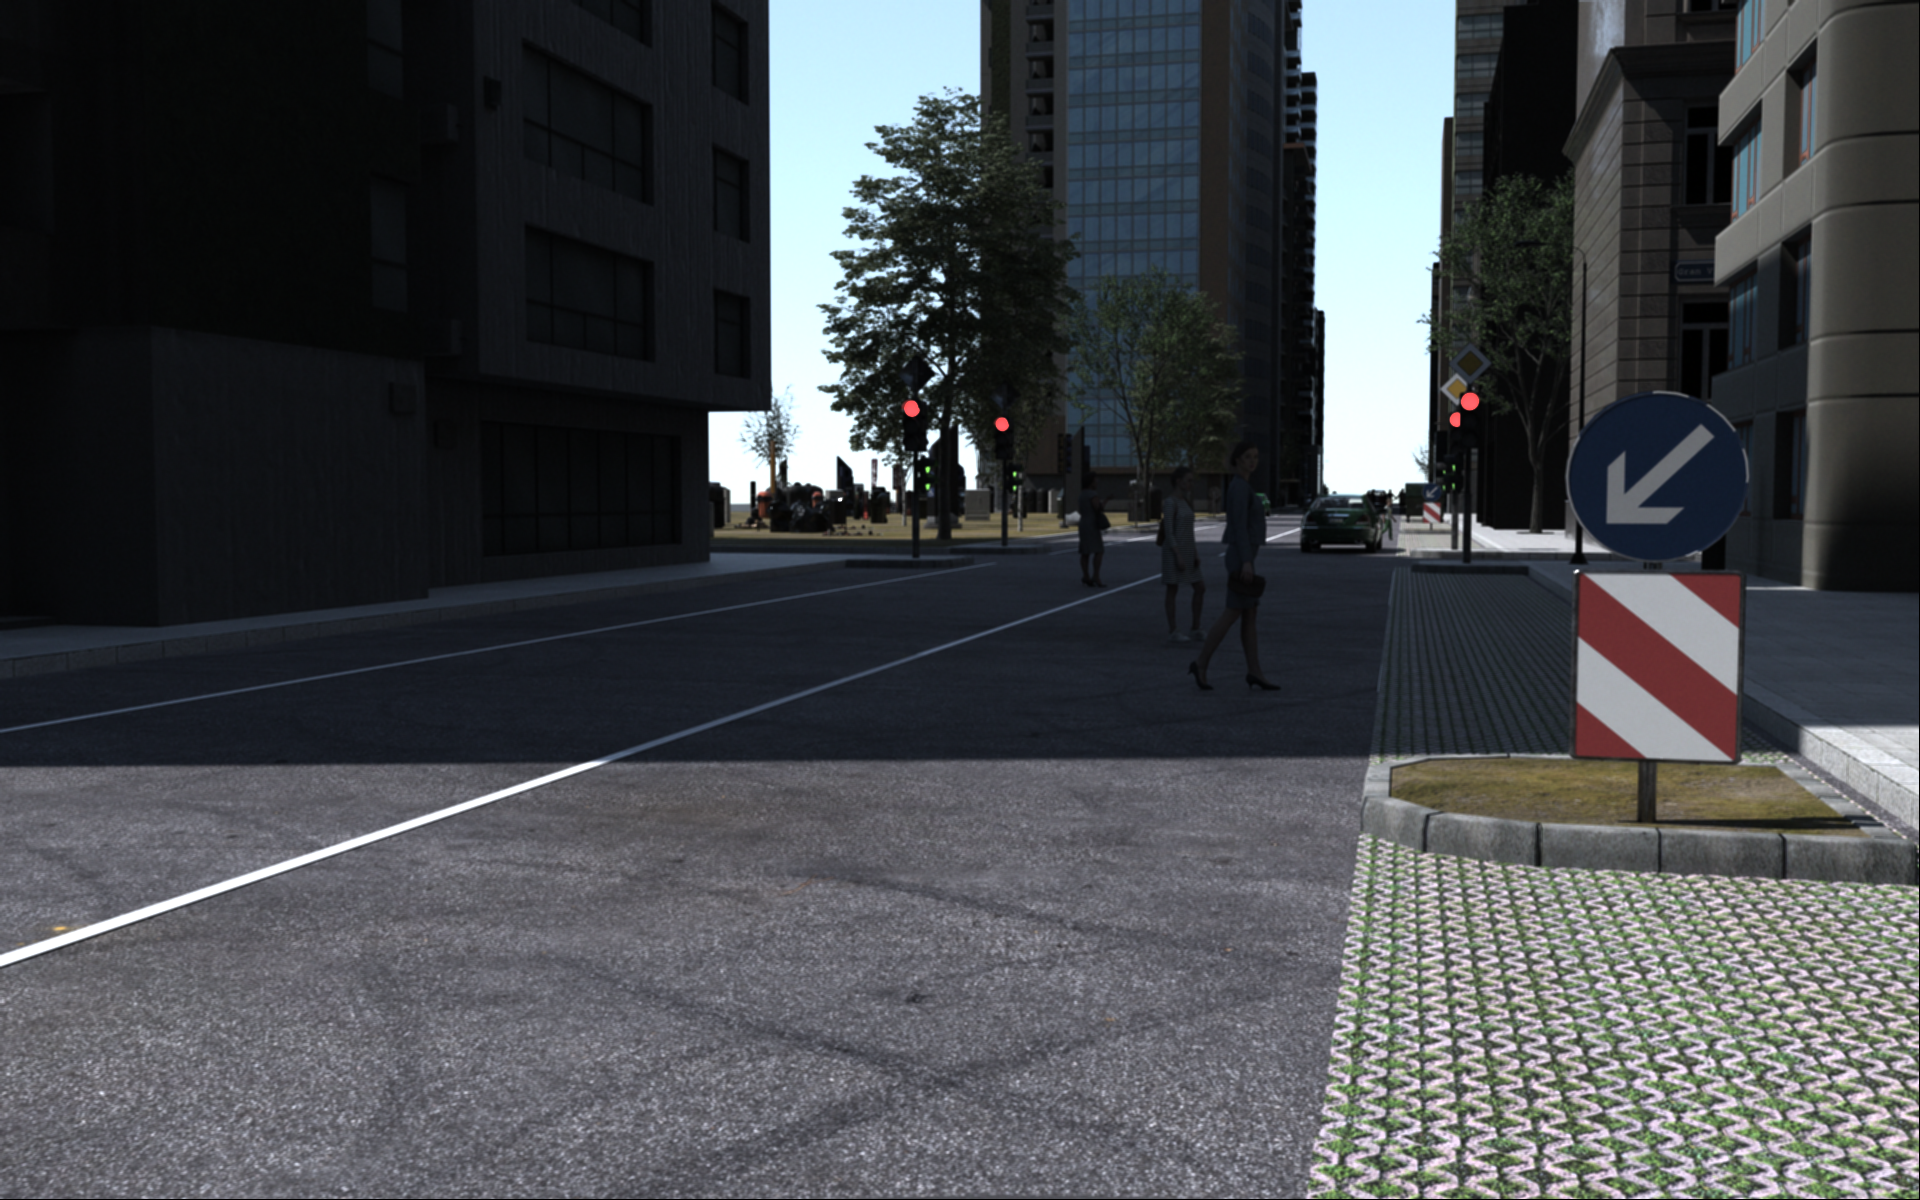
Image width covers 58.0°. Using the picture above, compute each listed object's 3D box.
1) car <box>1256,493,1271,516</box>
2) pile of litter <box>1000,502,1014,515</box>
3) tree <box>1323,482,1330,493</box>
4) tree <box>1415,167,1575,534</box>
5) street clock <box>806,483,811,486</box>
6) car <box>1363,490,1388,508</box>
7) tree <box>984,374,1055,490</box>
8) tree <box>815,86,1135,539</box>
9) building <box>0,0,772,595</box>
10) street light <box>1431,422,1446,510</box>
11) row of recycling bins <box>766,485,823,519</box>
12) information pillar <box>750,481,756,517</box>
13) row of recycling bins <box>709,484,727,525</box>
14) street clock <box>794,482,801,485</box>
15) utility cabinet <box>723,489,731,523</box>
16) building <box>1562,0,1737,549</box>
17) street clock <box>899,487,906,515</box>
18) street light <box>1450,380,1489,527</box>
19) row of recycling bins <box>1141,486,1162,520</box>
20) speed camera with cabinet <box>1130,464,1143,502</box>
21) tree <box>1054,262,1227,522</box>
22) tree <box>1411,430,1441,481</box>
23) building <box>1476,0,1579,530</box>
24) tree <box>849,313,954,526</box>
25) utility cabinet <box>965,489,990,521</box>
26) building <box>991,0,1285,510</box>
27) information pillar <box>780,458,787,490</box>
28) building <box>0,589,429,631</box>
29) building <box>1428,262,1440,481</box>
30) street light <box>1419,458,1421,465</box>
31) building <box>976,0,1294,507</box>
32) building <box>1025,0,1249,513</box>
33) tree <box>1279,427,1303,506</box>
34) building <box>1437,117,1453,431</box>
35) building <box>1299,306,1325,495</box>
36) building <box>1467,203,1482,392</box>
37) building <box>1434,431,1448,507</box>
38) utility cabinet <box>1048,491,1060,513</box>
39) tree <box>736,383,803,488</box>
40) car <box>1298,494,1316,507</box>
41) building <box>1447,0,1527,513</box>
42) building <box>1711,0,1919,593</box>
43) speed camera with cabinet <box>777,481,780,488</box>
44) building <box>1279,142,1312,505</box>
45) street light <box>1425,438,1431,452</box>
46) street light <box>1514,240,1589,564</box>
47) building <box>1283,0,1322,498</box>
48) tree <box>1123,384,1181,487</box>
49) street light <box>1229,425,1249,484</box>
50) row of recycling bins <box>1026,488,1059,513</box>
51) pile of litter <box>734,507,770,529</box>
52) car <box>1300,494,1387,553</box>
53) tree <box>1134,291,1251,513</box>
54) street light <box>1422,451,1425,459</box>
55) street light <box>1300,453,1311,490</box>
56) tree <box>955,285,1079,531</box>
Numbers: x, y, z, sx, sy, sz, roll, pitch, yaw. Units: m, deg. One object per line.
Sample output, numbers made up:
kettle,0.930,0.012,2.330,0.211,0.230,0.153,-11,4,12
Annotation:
car,18.607,-6.169,109.653,1.959,1.807,4.718,1,4,16
pile of litter,3.126,-5.787,108.588,1.176,0.858,1.719,-1,4,-11
tree,56.948,-16.877,270.547,1.663,3.219,1.824,0,3,0
tree,18.567,-7.938,55.537,9.928,11.665,9.643,0,3,0
street clock,-10.227,-6.864,116.802,0.358,2.002,0.471,1,4,17
car,36.235,-8.687,150.701,2.281,1.827,5.304,1,4,15
tree,3.564,-9.234,101.331,4.737,8.622,4.395,0,3,0
tree,-0.028,-7.991,48.781,7.486,12.596,7.792,0,3,0
building,-11.331,-15.827,30.474,14.107,30.474,14.160,1,4,14
street light,31.446,-8.549,112.311,1.470,5.913,1.316,1,4,14
row of recycling bins,-8.707,-5.168,91.607,3.534,1.692,1.069,-3,5,-42
information pillar,-11.832,-5.783,99.047,0.304,2.012,0.304,-1,4,-11
row of recycling bins,-10.661,-3.882,70.587,1.069,1.692,3.534,1,4,22
street clock,-9.883,-6.167,105.396,0.471,2.002,0.358,0,4,2
utility cabinet,-10.705,-4.149,76.515,1.173,1.500,0.318,2,4,28
building,27.869,-14.899,40.857,25.104,27.353,12.463,1,4,14
street clock,-3.622,-6.332,108.094,0.471,2.002,0.358,0,4,3
street light,20.302,-5.877,68.632,1.470,5.913,1.316,1,4,14
row of recycling bins,9.731,-4.967,88.320,1.069,1.692,3.534,0,4,4
speed camera with cabinet,12.072,-7.317,113.969,2.038,3.252,0.660,-3,5,-42
tree,8.403,-9.388,79.251,9.928,11.665,9.643,0,3,0
tree,52.701,-14.857,193.268,4.360,8.622,3.978,0,3,0
building,27.190,-14.571,67.916,12.332,23.373,15.834,1,4,14
tree,-2.335,-7.284,69.459,4.360,8.622,3.978,0,3,0
utility cabinet,0.824,-4.470,81.769,1.173,1.500,0.318,0,4,7
building,15.652,-36.954,146.195,21.231,58.520,28.212,1,4,14
information pillar,-11.402,-7.392,112.217,0.504,3.616,0.183,-3,4,-38
building,-15.032,-14.909,15.456,14.160,30.474,14.107,1,4,14
building,65.454,-27.083,214.506,14.160,30.474,14.107,1,4,14
street light,60.281,-15.399,224.317,1.470,5.913,1.316,1,4,14
building,18.087,-35.817,174.849,28.713,52.752,27.495,1,4,14
building,13.150,-29.069,125.388,14.600,45.320,14.200,1,4,14
tree,35.660,-14.638,189.688,4.737,8.622,4.395,0,3,0
building,62.552,-33.627,199.914,14.600,45.320,14.200,1,4,14
building,48.001,-30.098,263.796,14.160,30.474,14.107,1,4,14
building,34.679,-16.738,92.744,14.460,24.649,34.723,1,4,14
building,58.010,-52.214,166.369,22.319,86.520,31.000,1,4,14
utility cabinet,6.376,-6.422,113.679,1.173,1.500,0.318,-2,4,-29
tree,-11.767,-9.707,109.074,4.360,8.622,3.978,0,3,0
car,34.658,-9.822,172.589,2.014,1.417,4.499,1,4,14
building,41.221,-26.671,119.673,14.154,41.232,14.086,1,4,14
building,23.383,-10.299,13.431,27.650,21.520,28.899,1,4,14
speed camera with cabinet,-11.751,-7.618,118.891,2.038,3.252,0.660,-3,5,-39
building,31.530,-34.181,213.490,22.147,44.769,28.867,1,4,14
street light,39.208,-10.383,142.299,1.470,5.913,1.316,1,4,14
street light,10.832,-3.621,31.752,1.470,5.913,1.316,1,4,14
building,39.639,-56.778,240.985,22.319,86.520,31.000,1,4,14
tree,12.113,-9.714,109.185,4.360,8.622,3.978,0,3,0
street light,18.743,-8.828,116.886,1.470,5.913,1.316,1,4,14
row of recycling bins,6.047,-6.735,117.224,3.534,1.692,1.069,2,4,26
pile of litter,-7.688,-3.098,64.617,1.176,0.858,1.719,-3,5,-42
car,9.673,-1.955,43.769,2.131,1.459,4.920,1,4,16
tree,12.768,-10.959,97.310,7.486,12.596,7.792,0,3,0
street light,50.545,-13.062,186.102,1.470,5.913,1.316,1,4,14
street light,39.353,-13.756,197.445,1.470,5.913,1.316,1,4,14
tree,2.076,-6.670,59.424,4.360,8.622,3.978,0,3,0
